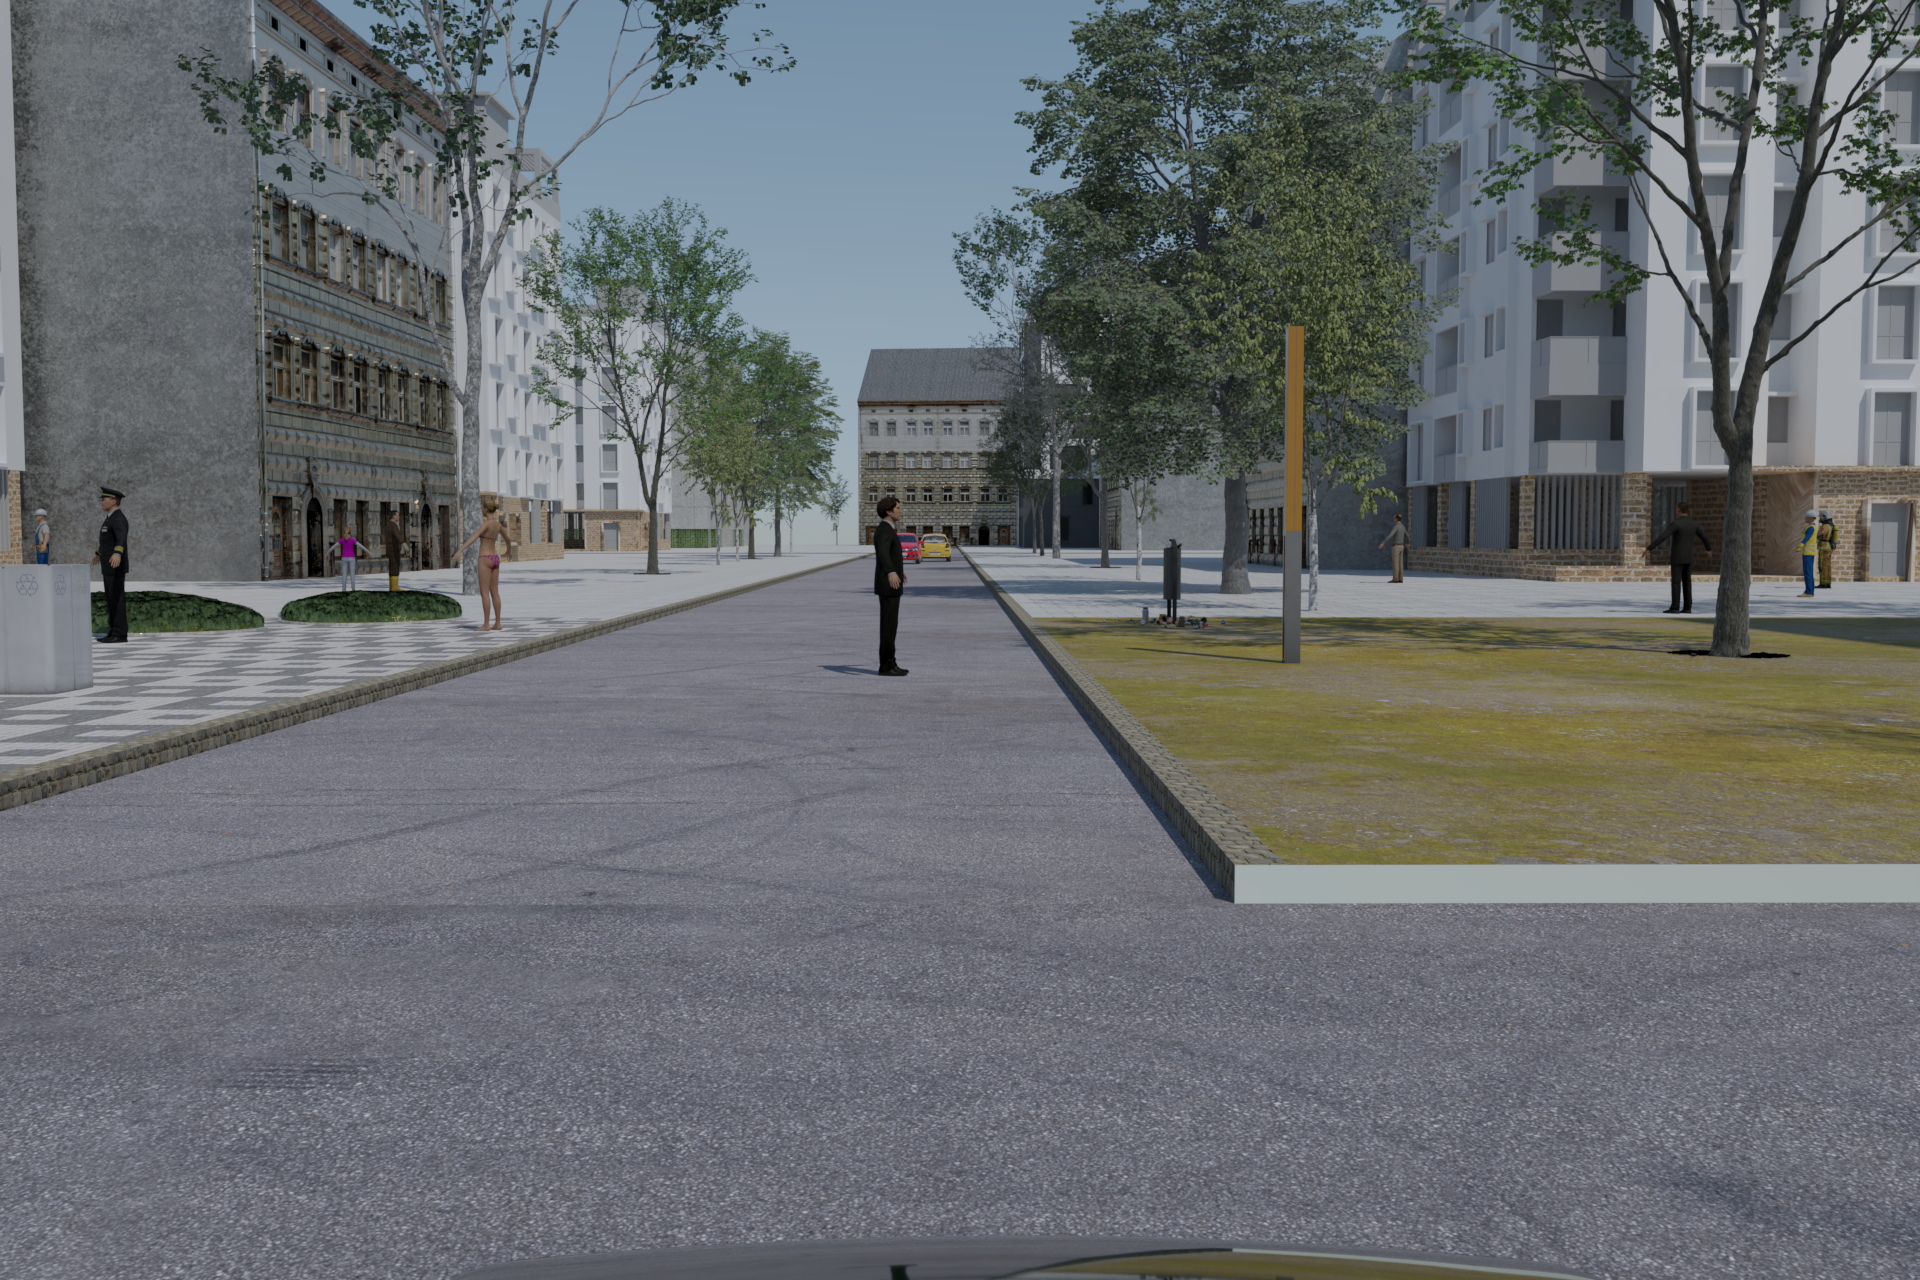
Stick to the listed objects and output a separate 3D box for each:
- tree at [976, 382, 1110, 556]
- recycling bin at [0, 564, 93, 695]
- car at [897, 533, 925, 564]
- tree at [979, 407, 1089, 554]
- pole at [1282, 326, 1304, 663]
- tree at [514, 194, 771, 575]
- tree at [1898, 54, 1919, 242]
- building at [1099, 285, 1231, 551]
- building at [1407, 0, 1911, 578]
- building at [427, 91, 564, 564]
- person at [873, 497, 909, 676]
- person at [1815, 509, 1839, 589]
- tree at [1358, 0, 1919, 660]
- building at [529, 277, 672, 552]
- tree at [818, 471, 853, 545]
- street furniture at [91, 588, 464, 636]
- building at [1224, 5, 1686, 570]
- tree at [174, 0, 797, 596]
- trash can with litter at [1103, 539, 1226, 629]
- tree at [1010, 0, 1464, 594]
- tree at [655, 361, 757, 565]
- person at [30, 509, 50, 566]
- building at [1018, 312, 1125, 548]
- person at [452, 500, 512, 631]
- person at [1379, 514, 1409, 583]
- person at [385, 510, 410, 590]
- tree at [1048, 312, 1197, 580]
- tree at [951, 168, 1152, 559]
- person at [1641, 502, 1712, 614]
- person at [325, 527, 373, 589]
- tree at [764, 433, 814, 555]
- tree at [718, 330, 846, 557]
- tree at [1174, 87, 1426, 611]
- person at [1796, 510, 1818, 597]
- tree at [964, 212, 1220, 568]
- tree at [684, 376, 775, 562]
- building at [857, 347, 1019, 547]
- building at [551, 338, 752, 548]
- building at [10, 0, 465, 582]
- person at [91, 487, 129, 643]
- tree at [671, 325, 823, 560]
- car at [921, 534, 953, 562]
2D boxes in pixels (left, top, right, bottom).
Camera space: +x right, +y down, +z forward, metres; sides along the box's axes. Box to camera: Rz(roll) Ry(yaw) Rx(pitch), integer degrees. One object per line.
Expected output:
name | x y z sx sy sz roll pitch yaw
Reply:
tree | 4.878 -10.188 100.982 8.767 10.594 7.601 1 4 10
recycling bin | -7.610 -0.098 14.149 0.722 1.027 0.722 0 4 -1
car | -2.790 -4.591 84.100 2.155 1.783 4.494 0 4 0
tree | 5.040 -10.916 112.886 8.767 10.594 7.601 2 4 26
pole | 3.295 -1.425 17.141 0.158 3.312 0.155 0 3 0
tree | -9.790 -7.864 54.334 9.928 11.665 9.643 0 3 0
tree | 17.776 -6.061 24.854 9.928 11.665 9.643 0 3 0
building | 21.653 -19.097 143.163 19.493 23.208 18.063 0 4 0
building | 20.754 -12.369 58.652 16.016 20.090 11.380 0 3 0
building | -25.061 -13.397 75.460 16.016 20.090 11.380 0 4 -1
person | -0.689 -0.547 17.582 0.705 1.806 1.347 0 4 2
person | 20.324 -2.139 40.735 1.354 1.858 0.705 -3 4 -39
tree | 8.028 -5.622 17.683 9.928 11.665 9.643 0 3 0
building | -28.532 -16.669 128.953 16.016 20.090 11.380 0 4 -1
tree | -14.592 -15.375 201.747 4.737 8.622 4.395 0 3 0
street furniture | -12.573 -0.552 24.649 10.072 0.657 5.734 0 4 4
building | 21.749 -14.650 70.458 19.493 23.208 18.063 0 3 0
tree | -9.893 -11.080 37.053 12.611 20.169 13.585 0 3 0
trash can with litter | 2.954 -0.821 24.486 1.678 1.210 2.233 0 4 -2
tree | 5.801 -7.952 36.678 9.857 13.997 8.962 0 3 0
tree | -10.189 -7.406 71.444 4.737 8.622 4.395 0 3 0
person | -20.698 -2.028 39.009 0.705 1.847 1.347 -3 4 -38
building | 19.790 -20.309 176.021 27.936 21.610 32.646 0 4 0
person | -6.311 -0.990 22.985 0.721 1.733 1.217 1 4 21
person | 11.421 -2.387 45.300 1.348 1.796 0.705 -3 5 -44
person | -12.442 -1.960 38.176 0.704 1.812 1.346 -2 4 -34
tree | 5.173 -5.966 47.913 4.360 8.622 3.978 0 3 0
tree | 6.207 -14.263 89.082 12.611 20.169 13.585 0 3 0
person | 11.611 -1.327 27.918 1.346 1.802 0.704 -1 4 -18
person | -13.021 -1.691 36.910 0.991 1.433 0.599 -1 4 -9
tree | -10.516 -9.656 108.245 4.360 8.622 3.978 0 3 0
tree | -10.134 -10.947 97.109 7.486 12.596 7.792 0 3 0
tree | 5.772 -4.779 28.494 4.737 8.622 4.395 0 3 0
person | 17.178 -1.759 35.221 0.721 1.772 1.216 2 4 35
tree | 5.335 -9.437 64.667 12.009 13.543 11.850 0 3 0
tree | -10.423 -7.931 80.028 4.737 8.622 4.395 0 3 0
building | -1.461 -22.624 203.293 18.063 23.208 19.493 0 4 7
building | -31.047 -18.694 172.104 16.747 18.905 31.486 0 4 1
building | -27.948 -13.701 54.948 19.493 23.208 18.063 0 3 0
person | -10.026 -0.889 20.464 0.705 1.837 1.347 -2 4 -35
tree | -10.701 -9.890 87.457 9.928 11.665 9.643 0 3 0
car | -1.333 -4.895 90.249 2.015 1.641 3.980 0 4 -2
